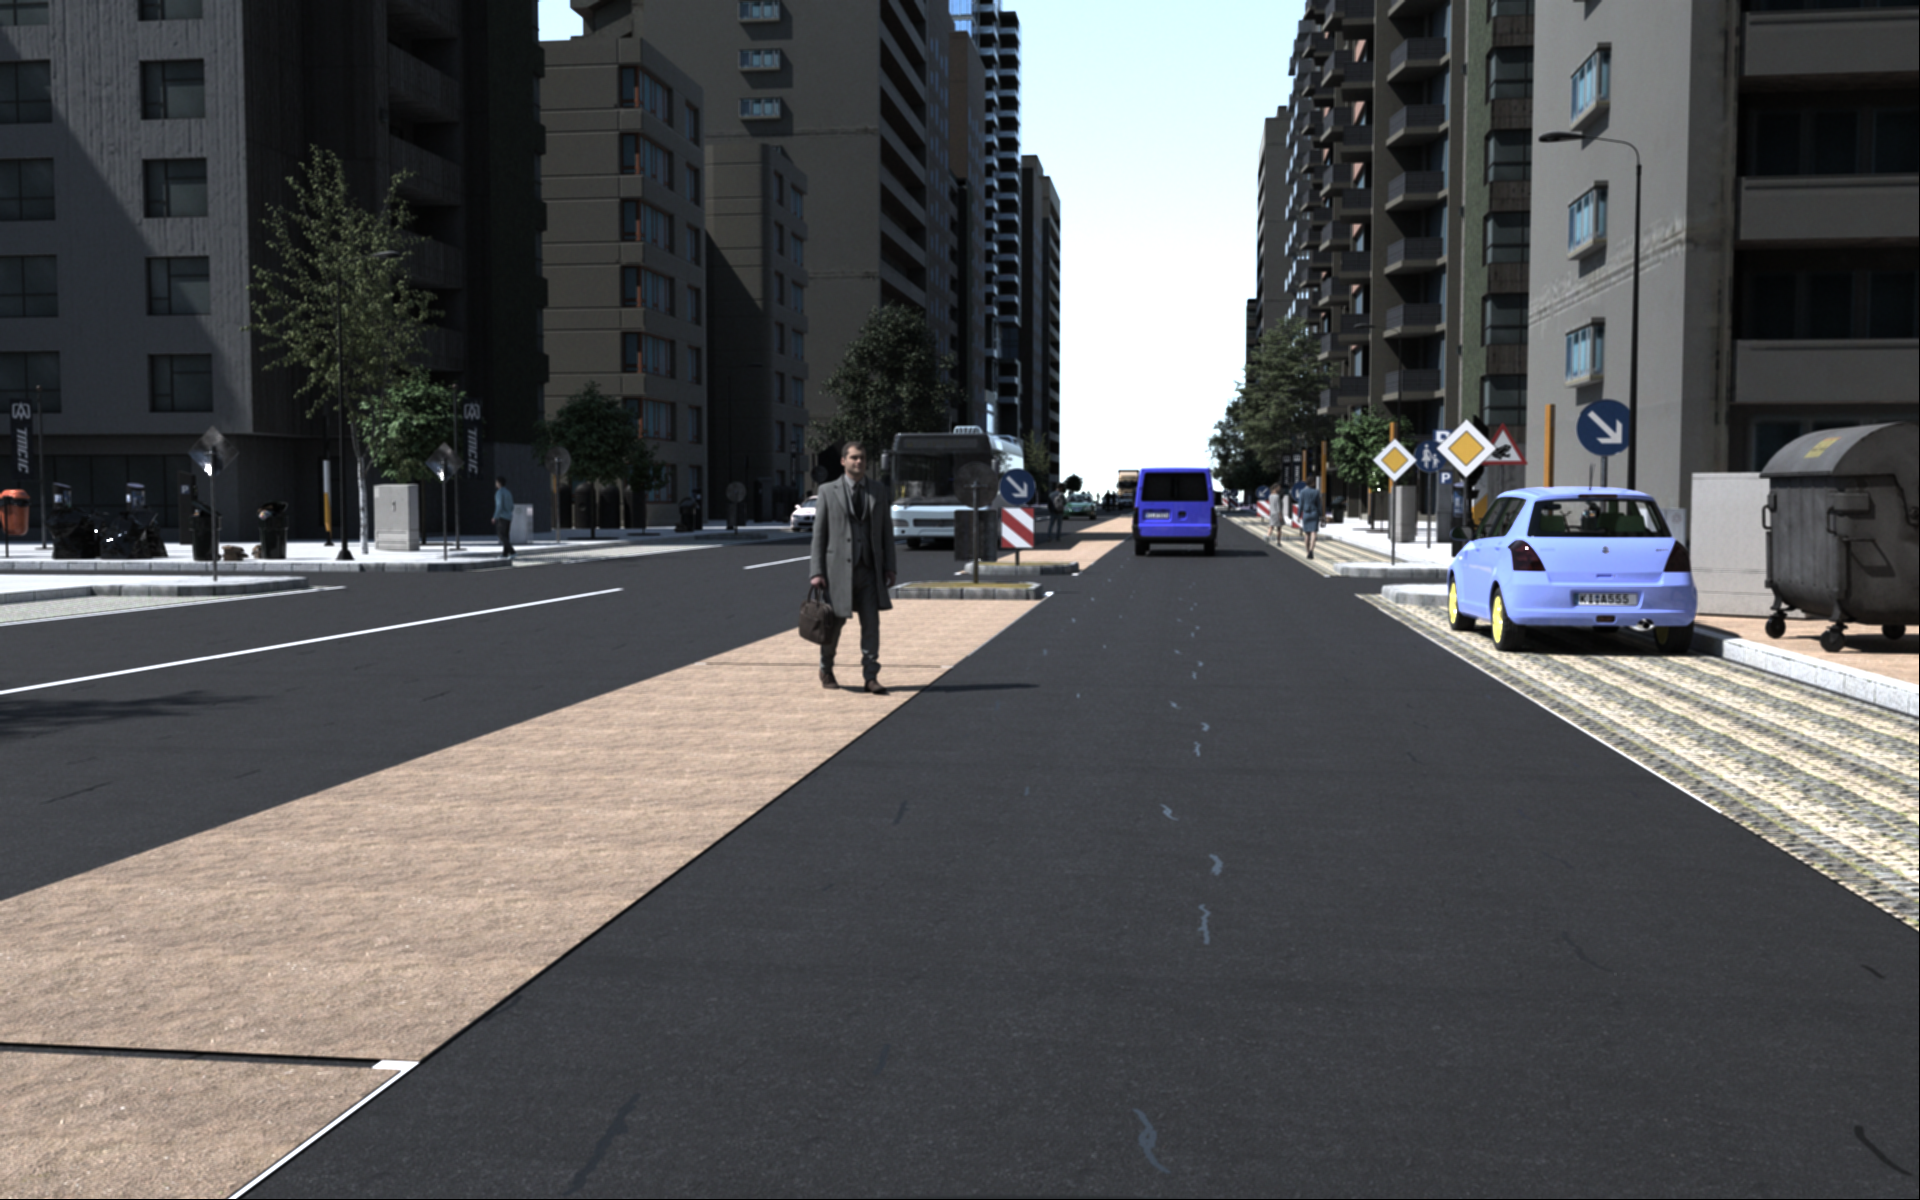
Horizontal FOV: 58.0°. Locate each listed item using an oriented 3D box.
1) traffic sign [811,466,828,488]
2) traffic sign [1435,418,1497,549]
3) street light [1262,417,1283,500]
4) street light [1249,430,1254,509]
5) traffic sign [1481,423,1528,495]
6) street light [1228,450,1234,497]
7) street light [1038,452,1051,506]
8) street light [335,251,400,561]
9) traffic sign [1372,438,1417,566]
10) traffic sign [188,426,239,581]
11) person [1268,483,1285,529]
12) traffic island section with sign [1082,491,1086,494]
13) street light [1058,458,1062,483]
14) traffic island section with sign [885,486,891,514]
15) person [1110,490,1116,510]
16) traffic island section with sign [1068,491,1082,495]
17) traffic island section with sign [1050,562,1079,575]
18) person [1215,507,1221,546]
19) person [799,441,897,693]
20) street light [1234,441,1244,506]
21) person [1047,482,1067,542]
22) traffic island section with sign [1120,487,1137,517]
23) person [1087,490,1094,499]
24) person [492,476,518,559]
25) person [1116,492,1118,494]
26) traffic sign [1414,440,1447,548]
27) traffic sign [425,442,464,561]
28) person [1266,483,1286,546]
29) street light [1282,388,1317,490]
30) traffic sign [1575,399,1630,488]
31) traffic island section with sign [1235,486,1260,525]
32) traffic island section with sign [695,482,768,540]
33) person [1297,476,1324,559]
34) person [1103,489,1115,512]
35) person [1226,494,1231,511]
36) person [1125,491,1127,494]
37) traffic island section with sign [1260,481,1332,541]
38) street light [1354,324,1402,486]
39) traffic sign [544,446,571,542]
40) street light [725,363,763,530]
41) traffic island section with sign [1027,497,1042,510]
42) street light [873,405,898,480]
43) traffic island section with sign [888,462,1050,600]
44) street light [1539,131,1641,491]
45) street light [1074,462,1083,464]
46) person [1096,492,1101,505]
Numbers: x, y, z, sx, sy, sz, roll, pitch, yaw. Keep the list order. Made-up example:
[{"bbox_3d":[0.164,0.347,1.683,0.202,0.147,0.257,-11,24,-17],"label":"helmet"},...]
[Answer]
[{"bbox_3d":[-6.311,-4.737,77.563,0.768,2.556,0.104,1,4,9],"label":"traffic sign"},{"bbox_3d":[6.734,-1.190,23.101,0.795,2.450,0.064,0,4,7],"label":"traffic sign"},{"bbox_3d":[18.971,-8.094,104.885,1.470,5.913,1.316,0,4,7],"label":"street light"},{"bbox_3d":[21.483,-9.261,123.961,1.470,5.913,1.316,0,4,7],"label":"street light"},{"bbox_3d":[9.907,-1.938,31.689,0.884,2.594,0.081,1,4,15],"label":"traffic sign"},{"bbox_3d":[28.869,-12.762,181.202,1.470,5.913,1.316,0,4,7],"label":"street light"},{"bbox_3d":[9.329,-13.405,191.712,1.470,5.913,1.316,0,4,7],"label":"street light"},{"bbox_3d":[-11.400,-3.720,33.357,1.470,5.913,1.316,0,4,7],"label":"street light"},{"bbox_3d":[7.770,-1.674,31.019,0.795,2.450,0.064,0,4,7],"label":"traffic sign"},{"bbox_3d":[-10.957,-1.332,25.429,0.795,2.450,0.064,0,4,7],"label":"traffic sign"},{"bbox_3d":[13.048,-3.877,71.244,0.474,1.900,0.648,-3,5,-42],"label":"person"},{"bbox_3d":[17.239,-14.218,241.089,1.989,1.847,2.006,0,4,7],"label":"traffic island section with sign"},{"bbox_3d":[13.033,-15.152,220.280,1.470,5.913,1.316,0,4,7],"label":"street light"},{"bbox_3d":[-3.564,-4.500,82.210,1.989,1.847,2.006,0,4,7],"label":"traffic island section with sign"},{"bbox_3d":[13.533,-8.857,153.754,0.568,1.767,0.683,2,4,25],"label":"person"},{"bbox_3d":[13.737,-12.583,214.362,1.989,1.847,2.006,0,4,7],"label":"traffic island section with sign"},{"bbox_3d":[1.115,-1.436,31.622,2.006,1.907,1.989,0,4,7],"label":"traffic island section with sign"},{"bbox_3d":[6.951,-2.128,47.569,0.425,1.301,0.394,0,4,7],"label":"person"},{"bbox_3d":[-0.784,-0.239,12.510,0.694,1.812,0.767,-1,4,-21],"label":"person"},{"bbox_3d":[25.200,-11.024,152.788,1.470,5.913,1.316,0,4,7],"label":"street light"},{"bbox_3d":[2.908,-2.634,51.912,0.623,1.781,0.721,1,4,14],"label":"person"},{"bbox_3d":[10.857,-5.993,106.129,2.006,1.907,1.989,0,4,7],"label":"traffic island section with sign"},{"bbox_3d":[12.358,-9.671,166.759,1.348,1.807,0.705,-1,4,-19],"label":"person"},{"bbox_3d":[-9.916,-1.792,37.816,0.620,1.820,0.660,0,4,8],"label":"person"},{"bbox_3d":[20.971,-13.519,230.050,0.721,1.766,1.217,0,4,0],"label":"person"},{"bbox_3d":[11.062,-2.489,40.794,0.768,2.556,0.104,1,4,9],"label":"traffic sign"},{"bbox_3d":[-9.921,-1.817,33.346,0.795,2.450,0.064,0,4,7],"label":"traffic sign"},{"bbox_3d":[8.563,-2.310,47.022,0.466,1.731,0.760,2,4,33],"label":"person"},{"bbox_3d":[15.066,-6.329,76.019,1.470,5.913,1.316,0,4,7],"label":"street light"},{"bbox_3d":[8.688,-1.423,23.375,0.768,2.556,0.104,1,4,14],"label":"traffic sign"},{"bbox_3d":[13.903,-4.381,80.255,1.989,1.847,2.006,0,4,7],"label":"traffic island section with sign"},{"bbox_3d":[-7.165,-2.820,54.734,1.989,1.847,2.006,0,4,7],"label":"traffic island section with sign"},{"bbox_3d":[7.662,-1.801,37.972,0.581,1.822,0.654,2,4,25],"label":"person"},{"bbox_3d":[12.144,-8.148,141.735,1.348,1.821,0.705,-3,4,-36],"label":"person"},{"bbox_3d":[21.761,-7.820,139.586,0.991,1.433,0.599,-3,5,-42],"label":"person"},{"bbox_3d":[17.526,-10.591,182.215,0.434,1.755,0.990,-1,4,-10],"label":"person"},{"bbox_3d":[10.408,-2.746,53.527,1.989,1.847,2.006,0,4,7],"label":"traffic island section with sign"},{"bbox_3d":[11.459,-4.577,47.382,1.470,5.913,1.316,0,4,7],"label":"street light"},{"bbox_3d":[-10.673,-2.802,45.926,0.768,2.556,0.104,1,4,13],"label":"traffic sign"},{"bbox_3d":[-7.686,-5.457,61.765,1.470,5.913,1.316,0,4,7],"label":"street light"},{"bbox_3d":[6.485,-9.194,158.943,1.989,1.847,2.006,0,4,7],"label":"traffic island section with sign"},{"bbox_3d":[-3.932,-7.194,90.168,1.470,5.913,1.316,0,4,7],"label":"street light"},{"bbox_3d":[0.144,-0.987,24.279,2.006,1.907,1.989,0,4,7],"label":"traffic island section with sign"},{"bbox_3d":[8.112,-3.043,22.287,1.470,5.913,1.316,0,4,7],"label":"street light"},{"bbox_3d":[16.987,-16.960,249.838,1.470,5.913,1.316,0,4,7],"label":"street light"},{"bbox_3d":[18.235,-13.375,227.703,0.721,1.766,1.217,2,4,33],"label":"person"}]
